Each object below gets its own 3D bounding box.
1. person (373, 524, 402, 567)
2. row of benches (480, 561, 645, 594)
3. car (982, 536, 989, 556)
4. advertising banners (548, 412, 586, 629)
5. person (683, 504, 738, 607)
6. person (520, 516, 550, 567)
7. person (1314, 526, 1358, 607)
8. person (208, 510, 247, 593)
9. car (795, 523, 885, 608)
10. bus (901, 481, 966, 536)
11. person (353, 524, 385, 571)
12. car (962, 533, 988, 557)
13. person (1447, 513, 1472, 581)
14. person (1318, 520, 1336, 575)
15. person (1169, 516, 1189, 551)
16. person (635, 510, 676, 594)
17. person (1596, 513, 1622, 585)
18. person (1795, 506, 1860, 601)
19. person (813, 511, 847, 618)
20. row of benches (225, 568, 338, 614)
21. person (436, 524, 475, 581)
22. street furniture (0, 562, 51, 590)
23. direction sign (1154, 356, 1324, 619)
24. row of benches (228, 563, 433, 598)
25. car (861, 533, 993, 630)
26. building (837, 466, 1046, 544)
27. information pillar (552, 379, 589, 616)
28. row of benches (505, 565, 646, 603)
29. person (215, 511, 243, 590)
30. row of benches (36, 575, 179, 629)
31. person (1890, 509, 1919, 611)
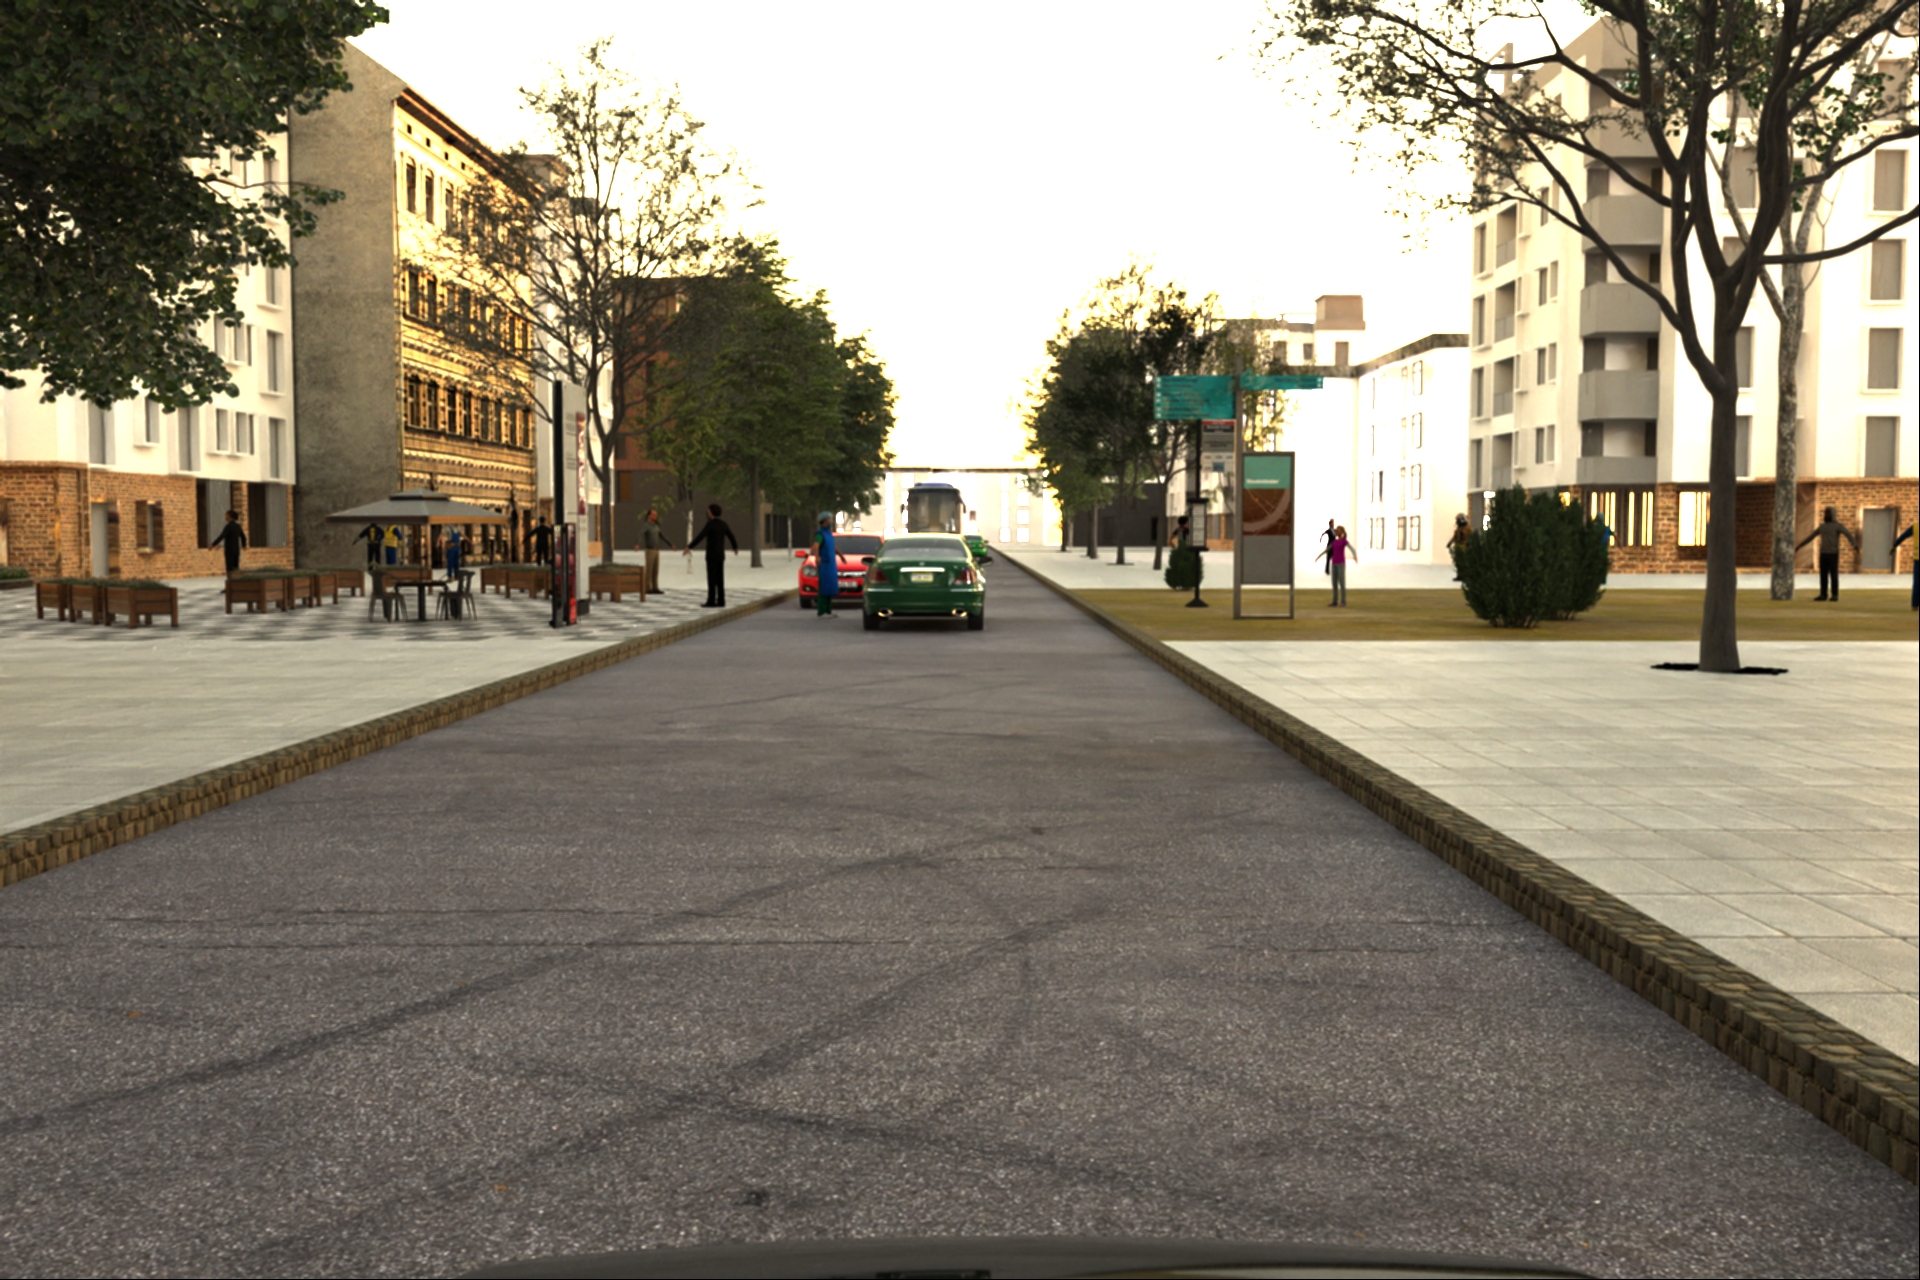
[{"bbox_3d":[-16.931,-2.780,51.415,1.349,1.833,0.705,3,4,37],"label":"person"},{"bbox_3d":[-8.867,-1.414,38.577,1.422,0.672,4.104,3,5,42],"label":"row of benches"},{"bbox_3d":[0.920,-6.180,113.630,1.945,1.354,3.894,0,4,0],"label":"car"},{"bbox_3d":[-5.492,-1.723,24.357,0.090,3.025,2.074,0,4,1],"label":"advertising banners"},{"bbox_3d":[-4.321,-1.481,30.401,0.705,1.806,1.347,2,4,35],"label":"person"},{"bbox_3d":[-13.156,-2.975,54.570,1.347,1.837,0.705,-1,4,-15],"label":"person"},{"bbox_3d":[6.637,-1.300,30.525,0.599,1.433,0.991,-2,4,-35],"label":"person"},{"bbox_3d":[-15.991,-1.942,37.972,0.704,1.802,1.346,1,4,9],"label":"person"},{"bbox_3d":[-2.204,-1.580,34.879,2.155,1.783,4.494,0,4,0],"label":"car"},{"bbox_3d":[-1.191,-5.606,83.202,2.896,3.916,12.251,0,4,0],"label":"bus"},{"bbox_3d":[-18.781,-3.042,55.514,1.354,1.856,0.705,0,4,-8],"label":"person"},{"bbox_3d":[0.516,-5.119,92.493,1.959,1.807,4.718,0,4,1],"label":"car"},{"bbox_3d":[13.634,-2.534,47.197,0.705,1.858,1.354,0,4,-7],"label":"person"},{"bbox_3d":[11.784,-2.936,54.717,1.216,1.740,0.721,-2,4,-28],"label":"person"},{"bbox_3d":[6.771,-2.829,52.394,0.704,1.843,1.345,-3,5,-40],"label":"person"},{"bbox_3d":[-6.553,-1.878,36.979,0.705,1.796,1.348,2,4,28],"label":"person"},{"bbox_3d":[16.178,-2.308,43.867,1.347,1.817,0.704,-1,4,-9],"label":"person"},{"bbox_3d":[16.655,-1.656,33.211,0.705,1.813,1.348,-2,4,-29],"label":"person"},{"bbox_3d":[-2.261,-1.284,29.575,0.704,1.817,1.347,1,4,16],"label":"person"},{"bbox_3d":[-11.595,-0.870,29.684,1.422,0.672,4.104,0,4,-3],"label":"row of benches"},{"bbox_3d":[-13.889,-2.549,47.535,0.705,1.847,1.347,2,4,31],"label":"person"},{"bbox_3d":[-24.408,-1.890,37.759,11.010,1.723,9.812,-1,4,-12],"label":"street furniture"},{"bbox_3d":[4.177,-2.247,25.502,2.525,3.948,1.411,0,4,1],"label":"direction sign"},{"bbox_3d":[-12.752,-1.224,35.483,4.104,0.672,1.422,-3,4,-38],"label":"row of benches"},{"bbox_3d":[-0.534,-0.948,27.305,2.131,1.459,4.920,0,4,0],"label":"car"},{"bbox_3d":[-3.352,-16.575,215.607,28.070,9.664,9.099,0,4,4],"label":"building"},{"bbox_3d":[-6.098,-2.192,27.158,0.184,3.620,1.656,0,4,0],"label":"information pillar"},{"bbox_3d":[-7.607,-1.122,33.814,4.104,0.672,1.422,3,5,44],"label":"row of benches"},{"bbox_3d":[-16.729,-2.057,39.813,0.705,1.806,1.347,0,4,0],"label":"person"},{"bbox_3d":[-12.332,-0.583,24.996,1.422,0.672,4.104,-3,5,-44],"label":"row of benches"},{"bbox_3d":[16.208,-1.381,29.038,0.721,1.772,1.216,-3,4,-38],"label":"person"}]
